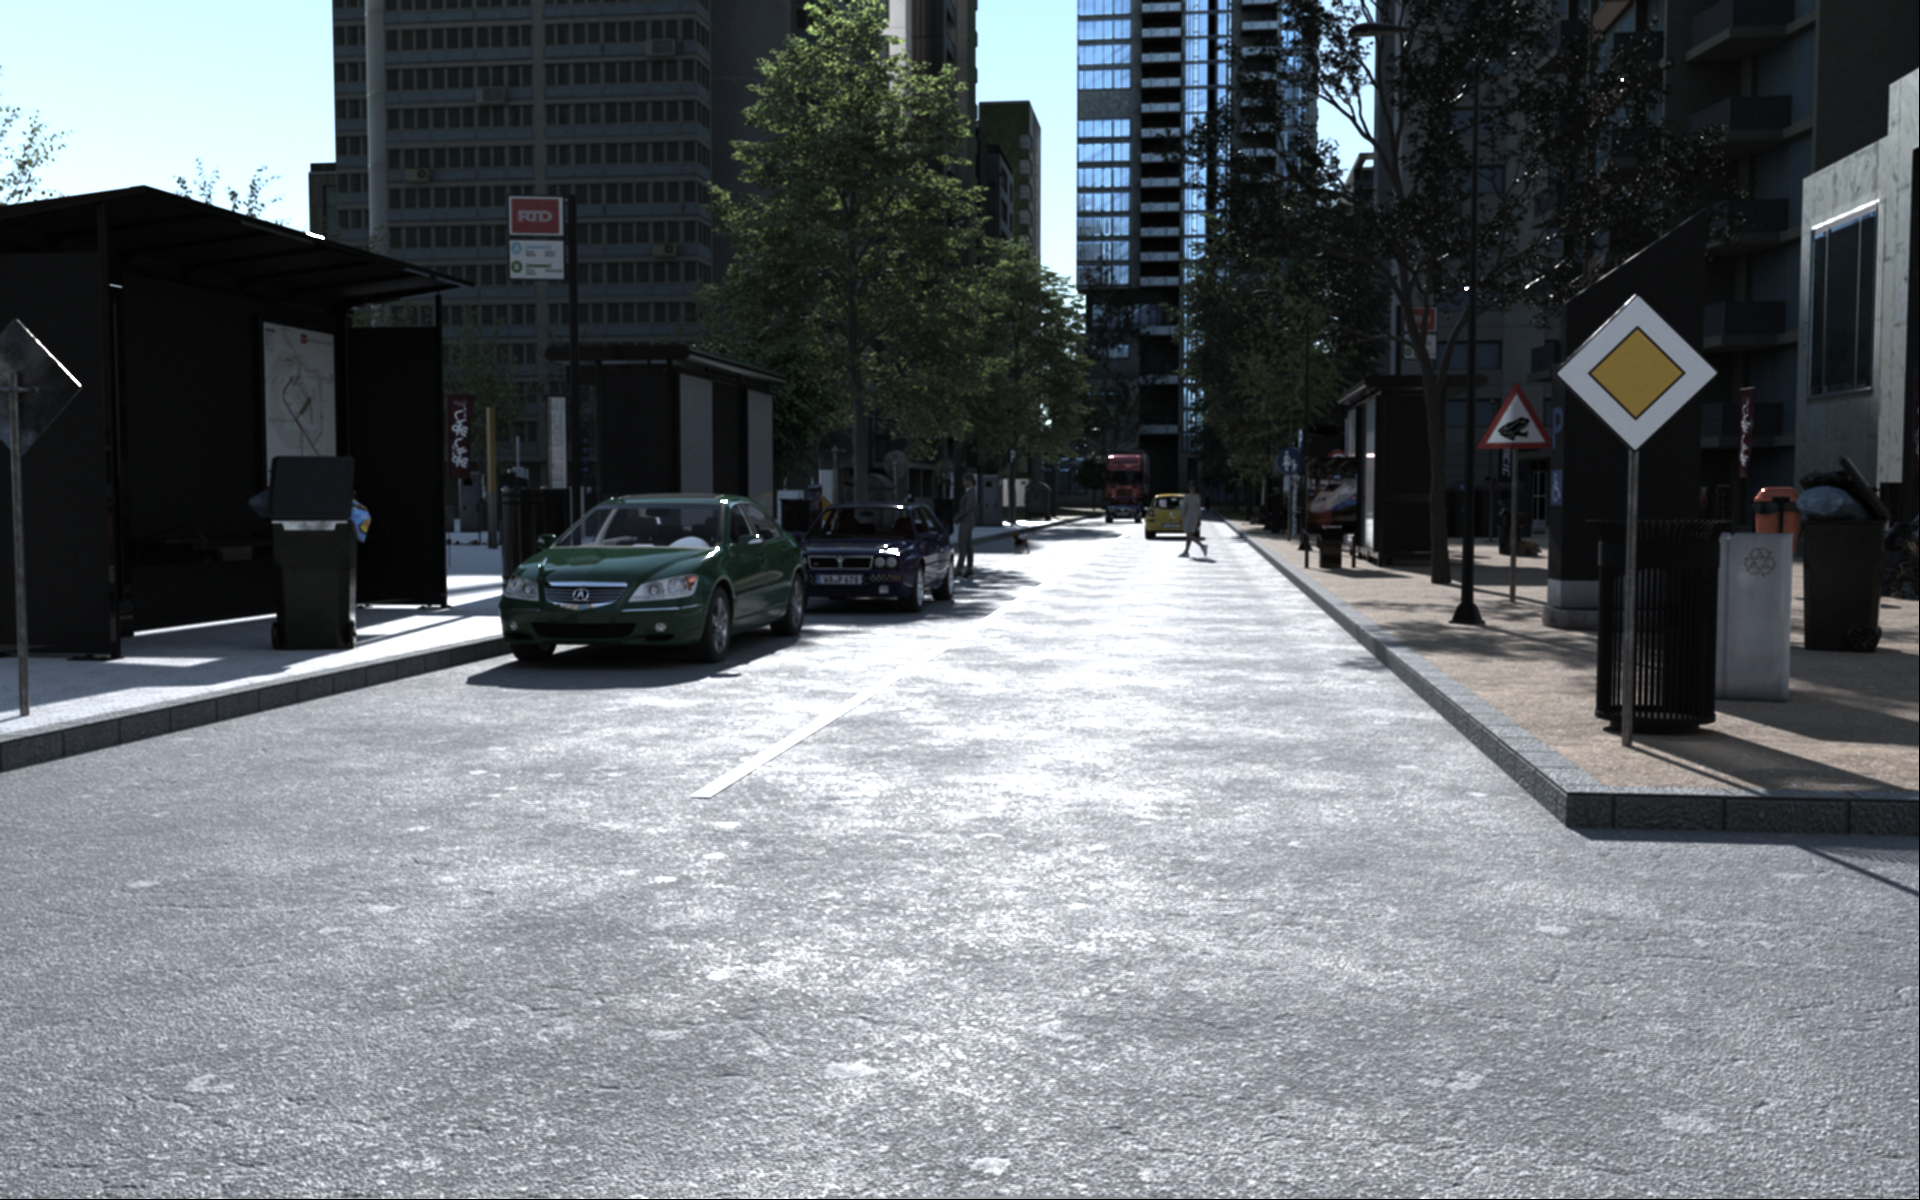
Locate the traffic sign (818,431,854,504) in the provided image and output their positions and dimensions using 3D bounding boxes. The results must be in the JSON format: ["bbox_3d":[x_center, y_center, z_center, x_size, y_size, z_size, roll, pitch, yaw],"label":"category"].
[{"bbox_3d":[-2.501,-2.120,34.766,0.768,2.556,0.104,1,4,13],"label":"traffic sign"}]

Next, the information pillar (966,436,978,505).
[{"bbox_3d":[0.485,-4.796,69.766,0.504,3.616,0.183,-1,4,-8],"label":"information pillar"}]

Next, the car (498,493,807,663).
[{"bbox_3d":[-2.720,-0.274,16.286,2.131,1.459,4.920,0,4,8],"label":"car"}]

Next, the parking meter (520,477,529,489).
[{"bbox_3d":[-14.651,-3.200,58.025,0.399,1.863,0.255,-2,4,-32],"label":"parking meter"}]

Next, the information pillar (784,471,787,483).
[{"bbox_3d":[-8.495,-5.686,84.321,0.183,3.616,0.504,-1,4,-13],"label":"information pillar"}]

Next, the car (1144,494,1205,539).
[{"bbox_3d":[6.987,-2.841,56.682,2.015,1.641,3.980,1,4,9],"label":"car"}]

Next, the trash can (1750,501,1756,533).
[{"bbox_3d":[17.464,-1.578,37.462,0.748,1.137,0.748,0,3,0],"label":"trash can"}]

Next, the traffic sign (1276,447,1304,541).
[{"bbox_3d":[8.987,-2.881,47.204,0.768,2.556,0.104,0,4,8],"label":"traffic sign"}]

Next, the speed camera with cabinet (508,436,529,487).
[{"bbox_3d":[-14.504,-3.995,59.656,2.038,3.252,0.660,-1,4,-19],"label":"speed camera with cabinet"}]

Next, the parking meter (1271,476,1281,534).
[{"bbox_3d":[10.265,-3.092,56.266,0.255,1.863,0.399,1,4,14],"label":"parking meter"}]

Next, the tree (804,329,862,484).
[{"bbox_3d":[-6.245,-7.689,76.084,4.737,8.622,4.395,0,3,0],"label":"tree"}]

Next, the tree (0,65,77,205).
[{"bbox_3d":[-16.733,-4.801,28.856,4.360,8.622,3.978,0,3,0],"label":"tree"}]

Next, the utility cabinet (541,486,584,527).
[{"bbox_3d":[-11.334,-2.490,49.387,1.173,1.500,0.318,-2,4,-26],"label":"utility cabinet"}]

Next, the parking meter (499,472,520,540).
[{"bbox_3d":[-12.173,-2.503,46.630,0.399,1.863,0.255,1,4,20],"label":"parking meter"}]

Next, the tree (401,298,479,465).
[{"bbox_3d":[-16.285,-5.909,46.976,4.737,8.622,4.395,0,3,0],"label":"tree"}]

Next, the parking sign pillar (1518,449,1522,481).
[{"bbox_3d":[26.143,-5.535,78.976,1.447,3.967,1.447,0,4,4],"label":"parking sign pillar"}]

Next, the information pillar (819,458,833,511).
[{"bbox_3d":[-4.525,-4.112,58.579,0.504,3.616,0.183,-2,4,-33],"label":"information pillar"}]

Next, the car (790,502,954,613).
[{"bbox_3d":[-1.142,-0.593,22.272,1.945,1.354,3.894,1,4,8],"label":"car"}]

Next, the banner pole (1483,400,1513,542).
[{"bbox_3d":[14.388,-3.430,46.100,0.863,3.779,0.401,0,4,-3],"label":"banner pole"}]

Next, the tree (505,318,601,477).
[{"bbox_3d":[-16.063,-7.512,73.182,4.360,8.622,3.978,0,3,0],"label":"tree"}]

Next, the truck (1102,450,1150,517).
[{"bbox_3d":[10.881,-7.545,112.274,2.839,4.237,11.283,0,4,8],"label":"truck"}]

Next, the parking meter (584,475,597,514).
[{"bbox_3d":[-11.068,-2.838,52.114,0.399,1.863,0.255,2,4,24],"label":"parking meter"}]

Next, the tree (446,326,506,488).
[{"bbox_3d":[-21.825,-7.621,74.961,4.360,8.622,3.978,0,3,0],"label":"tree"}]

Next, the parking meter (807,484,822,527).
[{"bbox_3d":[-3.596,-2.105,42.822,0.372,1.533,0.369,0,3,0],"label":"parking meter"}]

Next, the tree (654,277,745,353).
[{"bbox_3d":[-8.450,-6.550,57.449,4.737,8.622,4.395,0,3,0],"label":"tree"}]

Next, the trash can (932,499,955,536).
[{"bbox_3d":[-0.505,-2.568,53.648,0.748,1.137,0.748,0,3,0],"label":"trash can"}]

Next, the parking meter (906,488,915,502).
[{"bbox_3d":[-2.144,-4.077,75.064,0.372,1.533,0.369,0,3,0],"label":"parking meter"}]

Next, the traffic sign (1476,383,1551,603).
[{"bbox_3d":[6.536,-1.248,20.415,0.884,2.594,0.081,1,4,14],"label":"traffic sign"}]

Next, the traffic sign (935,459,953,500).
[{"bbox_3d":[-0.555,-3.841,62.904,0.768,2.556,0.104,1,4,13],"label":"traffic sign"}]

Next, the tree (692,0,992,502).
[{"bbox_3d":[-2.689,-7.469,40.246,7.486,12.596,7.792,0,3,0],"label":"tree"}]

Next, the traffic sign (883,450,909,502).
[{"bbox_3d":[-1.861,-3.051,49.986,0.768,2.556,0.104,1,4,15],"label":"traffic sign"}]

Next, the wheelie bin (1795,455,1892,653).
[{"bbox_3d":[7.273,-0.390,14.283,0.693,1.594,0.980,2,4,30],"label":"wheelie bin"}]

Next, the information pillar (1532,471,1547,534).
[{"bbox_3d":[18.631,-3.131,55.688,0.304,2.012,0.304,-1,4,-13],"label":"information pillar"}]

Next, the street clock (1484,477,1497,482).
[{"bbox_3d":[21.871,-4.094,71.503,0.471,2.002,0.358,2,4,31],"label":"street clock"}]

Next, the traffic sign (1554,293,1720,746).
[{"bbox_3d":[3.398,-0.314,8.770,0.795,2.450,0.064,0,4,8],"label":"traffic sign"}]

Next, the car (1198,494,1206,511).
[{"bbox_3d":[19.799,-8.223,146.452,2.014,1.417,4.499,0,4,8],"label":"car"}]

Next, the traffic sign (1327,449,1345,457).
[{"bbox_3d":[10.829,-3.027,49.601,0.768,2.556,0.104,1,4,15],"label":"traffic sign"}]

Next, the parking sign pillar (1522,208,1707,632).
[{"bbox_3d":[6.391,-1.723,16.640,1.447,3.967,1.447,0,4,1],"label":"parking sign pillar"}]

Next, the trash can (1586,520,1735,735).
[{"bbox_3d":[3.789,0.137,9.420,0.748,1.137,0.748,0,3,0],"label":"trash can"}]

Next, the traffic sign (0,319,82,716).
[{"bbox_3d":[-5.415,-0.387,9.969,0.795,2.450,0.064,0,4,8],"label":"traffic sign"}]

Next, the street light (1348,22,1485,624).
[{"bbox_3d":[4.520,-2.730,17.171,1.470,5.913,1.316,0,4,8],"label":"street light"}]

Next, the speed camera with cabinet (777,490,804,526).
[{"bbox_3d":[-7.412,-4.673,70.740,2.038,3.252,0.660,1,4,15],"label":"speed camera with cabinet"}]

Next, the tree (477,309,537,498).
[{"bbox_3d":[-18.369,-7.120,66.778,4.737,8.622,4.395,0,3,0],"label":"tree"}]

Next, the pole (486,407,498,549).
[{"bbox_3d":[-10.986,-2.862,40.640,0.158,3.312,0.155,0,3,0],"label":"pole"}]

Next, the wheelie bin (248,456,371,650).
[{"bbox_3d":[-5.410,-0.401,14.459,0.980,1.594,0.693,-1,4,-12],"label":"wheelie bin"}]

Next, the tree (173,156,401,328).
[{"bbox_3d":[-15.911,-5.401,38.675,4.737,8.622,4.395,0,3,0],"label":"tree"}]

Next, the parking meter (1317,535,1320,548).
[{"bbox_3d":[8.714,-2.170,41.186,0.399,1.863,0.255,2,4,27],"label":"parking meter"}]

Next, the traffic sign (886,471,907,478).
[{"bbox_3d":[-2.073,-3.421,56.033,0.768,2.556,0.104,1,4,11],"label":"traffic sign"}]

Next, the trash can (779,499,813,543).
[{"bbox_3d":[-3.800,-1.753,40.309,0.748,1.137,0.748,0,3,0],"label":"trash can"}]

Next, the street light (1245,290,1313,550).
[{"bbox_3d":[7.368,-4.099,39.555,1.470,5.913,1.316,0,4,8],"label":"street light"}]

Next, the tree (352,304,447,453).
[{"bbox_3d":[-19.991,-6.516,56.905,4.360,8.622,3.978,0,3,0],"label":"tree"}]

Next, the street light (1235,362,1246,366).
[{"bbox_3d":[10.345,-5.420,61.164,1.470,5.913,1.316,0,4,8],"label":"street light"}]

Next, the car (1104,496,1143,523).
[{"bbox_3d":[8.262,-4.576,87.400,1.945,1.354,3.894,0,4,8],"label":"car"}]

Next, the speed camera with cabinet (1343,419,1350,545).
[{"bbox_3d":[10.223,-3.081,44.714,0.660,3.252,2.038,0,4,8],"label":"speed camera with cabinet"}]

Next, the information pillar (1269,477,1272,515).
[{"bbox_3d":[13.454,-4.310,74.961,0.304,2.012,0.304,0,4,0],"label":"information pillar"}]
